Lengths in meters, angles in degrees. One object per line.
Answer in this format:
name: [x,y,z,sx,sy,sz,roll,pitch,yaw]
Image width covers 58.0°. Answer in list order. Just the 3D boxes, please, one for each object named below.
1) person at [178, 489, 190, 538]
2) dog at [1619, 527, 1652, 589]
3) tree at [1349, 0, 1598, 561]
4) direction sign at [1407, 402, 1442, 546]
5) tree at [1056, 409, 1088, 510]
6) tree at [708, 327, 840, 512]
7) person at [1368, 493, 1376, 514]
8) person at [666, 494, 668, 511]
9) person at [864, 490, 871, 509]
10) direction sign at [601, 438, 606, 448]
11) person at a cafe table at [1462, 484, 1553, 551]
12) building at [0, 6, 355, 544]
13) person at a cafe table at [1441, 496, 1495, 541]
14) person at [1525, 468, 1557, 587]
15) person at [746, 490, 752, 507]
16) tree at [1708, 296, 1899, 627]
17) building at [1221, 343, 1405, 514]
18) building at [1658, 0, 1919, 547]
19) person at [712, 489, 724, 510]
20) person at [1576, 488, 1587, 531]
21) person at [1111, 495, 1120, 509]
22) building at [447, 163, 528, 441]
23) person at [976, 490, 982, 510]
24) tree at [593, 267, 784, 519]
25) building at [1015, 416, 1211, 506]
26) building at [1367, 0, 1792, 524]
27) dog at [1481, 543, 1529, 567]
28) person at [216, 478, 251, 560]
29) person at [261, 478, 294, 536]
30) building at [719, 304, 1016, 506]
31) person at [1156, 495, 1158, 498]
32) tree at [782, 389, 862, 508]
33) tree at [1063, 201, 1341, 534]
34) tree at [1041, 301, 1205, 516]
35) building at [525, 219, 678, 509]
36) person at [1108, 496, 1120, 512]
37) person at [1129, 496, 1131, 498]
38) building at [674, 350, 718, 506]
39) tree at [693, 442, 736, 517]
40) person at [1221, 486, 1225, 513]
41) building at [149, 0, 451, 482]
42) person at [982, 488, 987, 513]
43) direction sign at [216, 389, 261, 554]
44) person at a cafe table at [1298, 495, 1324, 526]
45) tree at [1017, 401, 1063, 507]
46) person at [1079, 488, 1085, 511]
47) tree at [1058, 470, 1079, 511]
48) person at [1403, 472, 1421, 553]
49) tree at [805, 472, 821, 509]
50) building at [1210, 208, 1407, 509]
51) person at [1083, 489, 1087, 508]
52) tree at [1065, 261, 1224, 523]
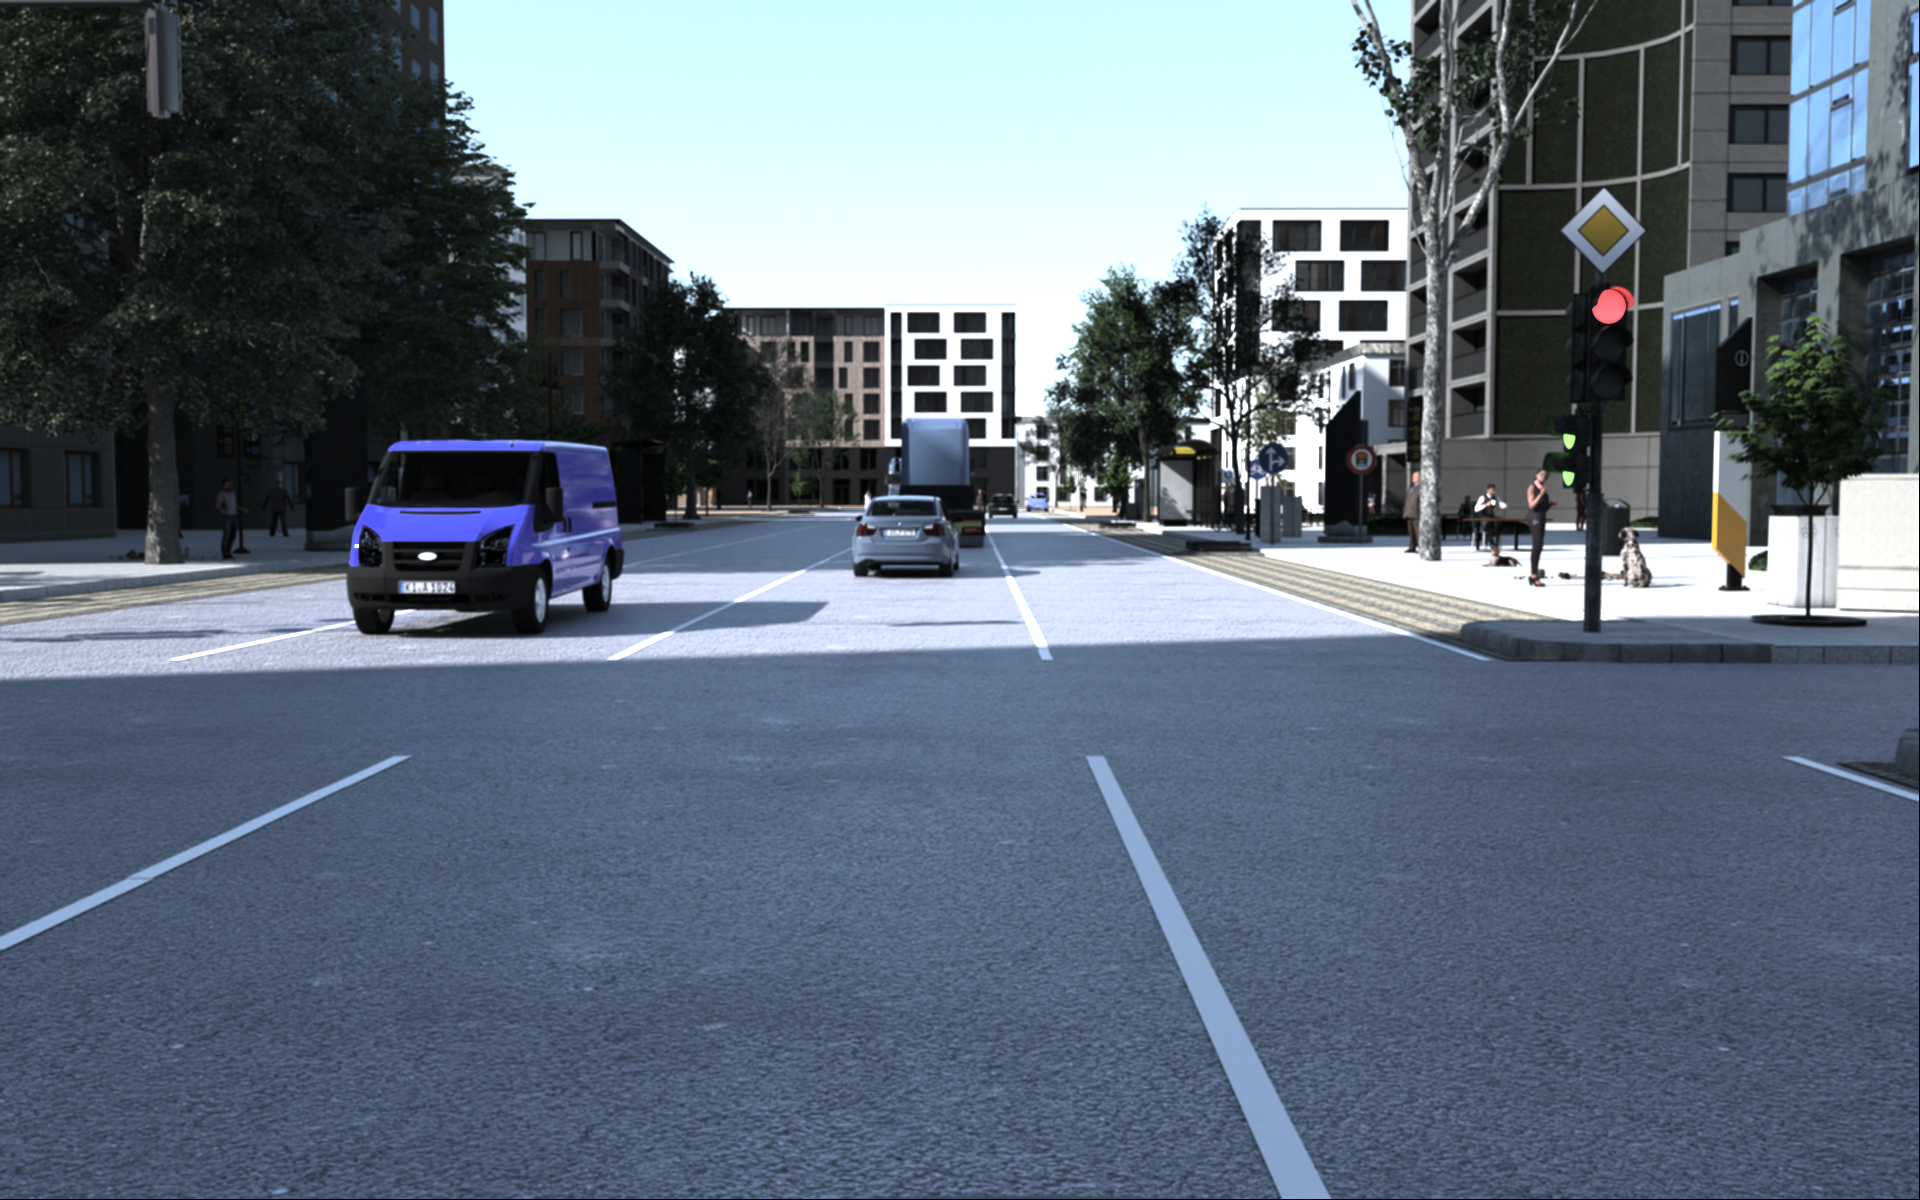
person: [-22.615,-2.506,50.250,0.421,1.427,0.697,1,4,16]
dog: [9.238,-0.577,23.814,0.513,0.831,0.800,2,4,32]
tree: [10.326,-10.770,31.981,12.611,20.169,13.585,0,3,0]
direction sign: [11.416,-3.099,42.660,0.876,3.537,0.379,-1,4,-8]
tree: [10.059,-11.731,142.157,4.737,8.622,4.395,0,3,0]
tree: [-13.897,-13.247,126.961,12.009,13.543,11.850,0,3,0]
person: [20.261,-4.595,85.072,0.435,1.345,0.340,1,4,11]
person: [-22.435,-7.700,131.946,0.705,1.823,1.348,-2,4,-31]
person: [-7.224,-7.764,136.105,0.551,1.740,0.621,-2,4,-26]
direction sign: [-14.494,-4.807,70.589,0.379,3.537,0.876,0,4,-1]
person at a cafe table: [12.240,-1.885,39.339,1.698,1.524,1.622,-1,4,-18]
building: [-38.617,-12.919,56.268,27.650,21.520,28.899,0,4,0]
person at a cafe table: [14.020,-2.290,48.301,1.698,1.238,1.726,2,4,34]
person: [8.102,-1.016,24.118,0.415,1.643,0.593,0,4,-5]
person: [-20.780,-9.911,170.413,0.599,1.838,0.709,1,4,14]
tree: [8.290,-1.378,17.131,1.663,3.219,1.824,0,3,0]
building: [23.121,-10.277,110.181,9.099,9.664,28.070,0,4,0]
building: [34.720,-44.400,38.608,31.000,86.520,22.319,0,4,0]
person: [-19.666,-8.257,141.053,0.705,1.822,1.348,2,4,35]
person: [21.618,-3.209,60.208,0.444,1.614,0.593,1,4,22]
person: [13.991,-9.043,153.832,1.348,1.831,0.705,-2,4,-30]
building: [-32.997,-14.730,97.255,16.016,20.091,11.380,0,4,0]
person: [1.376,-6.973,123.055,0.434,1.755,0.990,-1,4,-9]
tree: [-13.779,-10.453,87.912,9.611,12.733,9.660,0,3,0]
building: [20.110,-15.243,191.373,28.070,9.664,9.099,0,4,0]
building: [31.090,-39.138,78.153,20.563,71.187,20.611,0,4,0]
dog: [9.630,-0.787,30.600,0.748,0.427,0.550,3,4,36]
person: [-14.295,-1.582,33.871,0.435,1.587,0.963,0,4,6]
person: [-20.601,-2.797,52.333,0.990,1.755,0.434,0,4,1]
building: [-10.199,-21.791,200.262,32.646,21.610,27.936,0,4,0]
person: [17.869,-8.954,153.150,1.217,1.735,0.721,-1,4,-22]
tree: [-13.188,-14.681,165.788,9.928,11.665,9.643,0,3,0]
tree: [8.709,-7.401,55.422,7.601,10.594,8.767,2,4,29]
tree: [9.544,-11.208,100.261,9.611,12.733,9.660,0,3,0]
building: [-41.384,-18.273,142.734,32.646,21.610,27.936,0,4,0]
person: [10.776,-7.010,120.798,0.705,1.807,1.348,3,5,41]
person: [14.302,-8.649,147.968,0.721,1.766,1.217,2,4,31]
building: [-32.244,-20.672,194.411,11.380,20.091,16.016,0,4,0]
tree: [-14.329,-7.017,98.445,4.285,4.588,4.351,0,3,0]
person: [17.718,-6.793,116.971,0.599,1.838,0.709,1,4,9]
building: [-31.954,-26.110,77.016,14.600,45.320,14.200,0,4,0]
person: [1.790,-7.392,128.992,0.705,1.869,1.348,1,4,14]
direction sign: [-15.547,-2.775,37.368,0.876,3.537,0.379,-2,4,-29]
person at a cafe table: [13.976,-3.584,69.456,1.698,1.238,1.726,-2,4,-32]
tree: [9.074,-14.164,165.993,8.767,10.594,7.601,2,4,31]
person: [9.134,-7.438,128.480,0.721,1.723,1.217,1,4,14]
tree: [8.661,-8.550,134.400,1.663,3.219,1.824,0,3,0]
person: [9.871,-1.893,37.550,0.434,1.755,0.990,-1,4,-14]
tree: [-13.180,-9.599,151.541,1.663,3.219,1.824,0,3,0]
building: [33.902,-18.109,140.060,27.936,21.610,32.646,0,4,0]
person: [11.415,-9.184,157.032,0.721,1.723,1.217,0,4,-1]
tree: [8.322,-9.319,78.120,9.928,11.665,9.643,0,3,0]
